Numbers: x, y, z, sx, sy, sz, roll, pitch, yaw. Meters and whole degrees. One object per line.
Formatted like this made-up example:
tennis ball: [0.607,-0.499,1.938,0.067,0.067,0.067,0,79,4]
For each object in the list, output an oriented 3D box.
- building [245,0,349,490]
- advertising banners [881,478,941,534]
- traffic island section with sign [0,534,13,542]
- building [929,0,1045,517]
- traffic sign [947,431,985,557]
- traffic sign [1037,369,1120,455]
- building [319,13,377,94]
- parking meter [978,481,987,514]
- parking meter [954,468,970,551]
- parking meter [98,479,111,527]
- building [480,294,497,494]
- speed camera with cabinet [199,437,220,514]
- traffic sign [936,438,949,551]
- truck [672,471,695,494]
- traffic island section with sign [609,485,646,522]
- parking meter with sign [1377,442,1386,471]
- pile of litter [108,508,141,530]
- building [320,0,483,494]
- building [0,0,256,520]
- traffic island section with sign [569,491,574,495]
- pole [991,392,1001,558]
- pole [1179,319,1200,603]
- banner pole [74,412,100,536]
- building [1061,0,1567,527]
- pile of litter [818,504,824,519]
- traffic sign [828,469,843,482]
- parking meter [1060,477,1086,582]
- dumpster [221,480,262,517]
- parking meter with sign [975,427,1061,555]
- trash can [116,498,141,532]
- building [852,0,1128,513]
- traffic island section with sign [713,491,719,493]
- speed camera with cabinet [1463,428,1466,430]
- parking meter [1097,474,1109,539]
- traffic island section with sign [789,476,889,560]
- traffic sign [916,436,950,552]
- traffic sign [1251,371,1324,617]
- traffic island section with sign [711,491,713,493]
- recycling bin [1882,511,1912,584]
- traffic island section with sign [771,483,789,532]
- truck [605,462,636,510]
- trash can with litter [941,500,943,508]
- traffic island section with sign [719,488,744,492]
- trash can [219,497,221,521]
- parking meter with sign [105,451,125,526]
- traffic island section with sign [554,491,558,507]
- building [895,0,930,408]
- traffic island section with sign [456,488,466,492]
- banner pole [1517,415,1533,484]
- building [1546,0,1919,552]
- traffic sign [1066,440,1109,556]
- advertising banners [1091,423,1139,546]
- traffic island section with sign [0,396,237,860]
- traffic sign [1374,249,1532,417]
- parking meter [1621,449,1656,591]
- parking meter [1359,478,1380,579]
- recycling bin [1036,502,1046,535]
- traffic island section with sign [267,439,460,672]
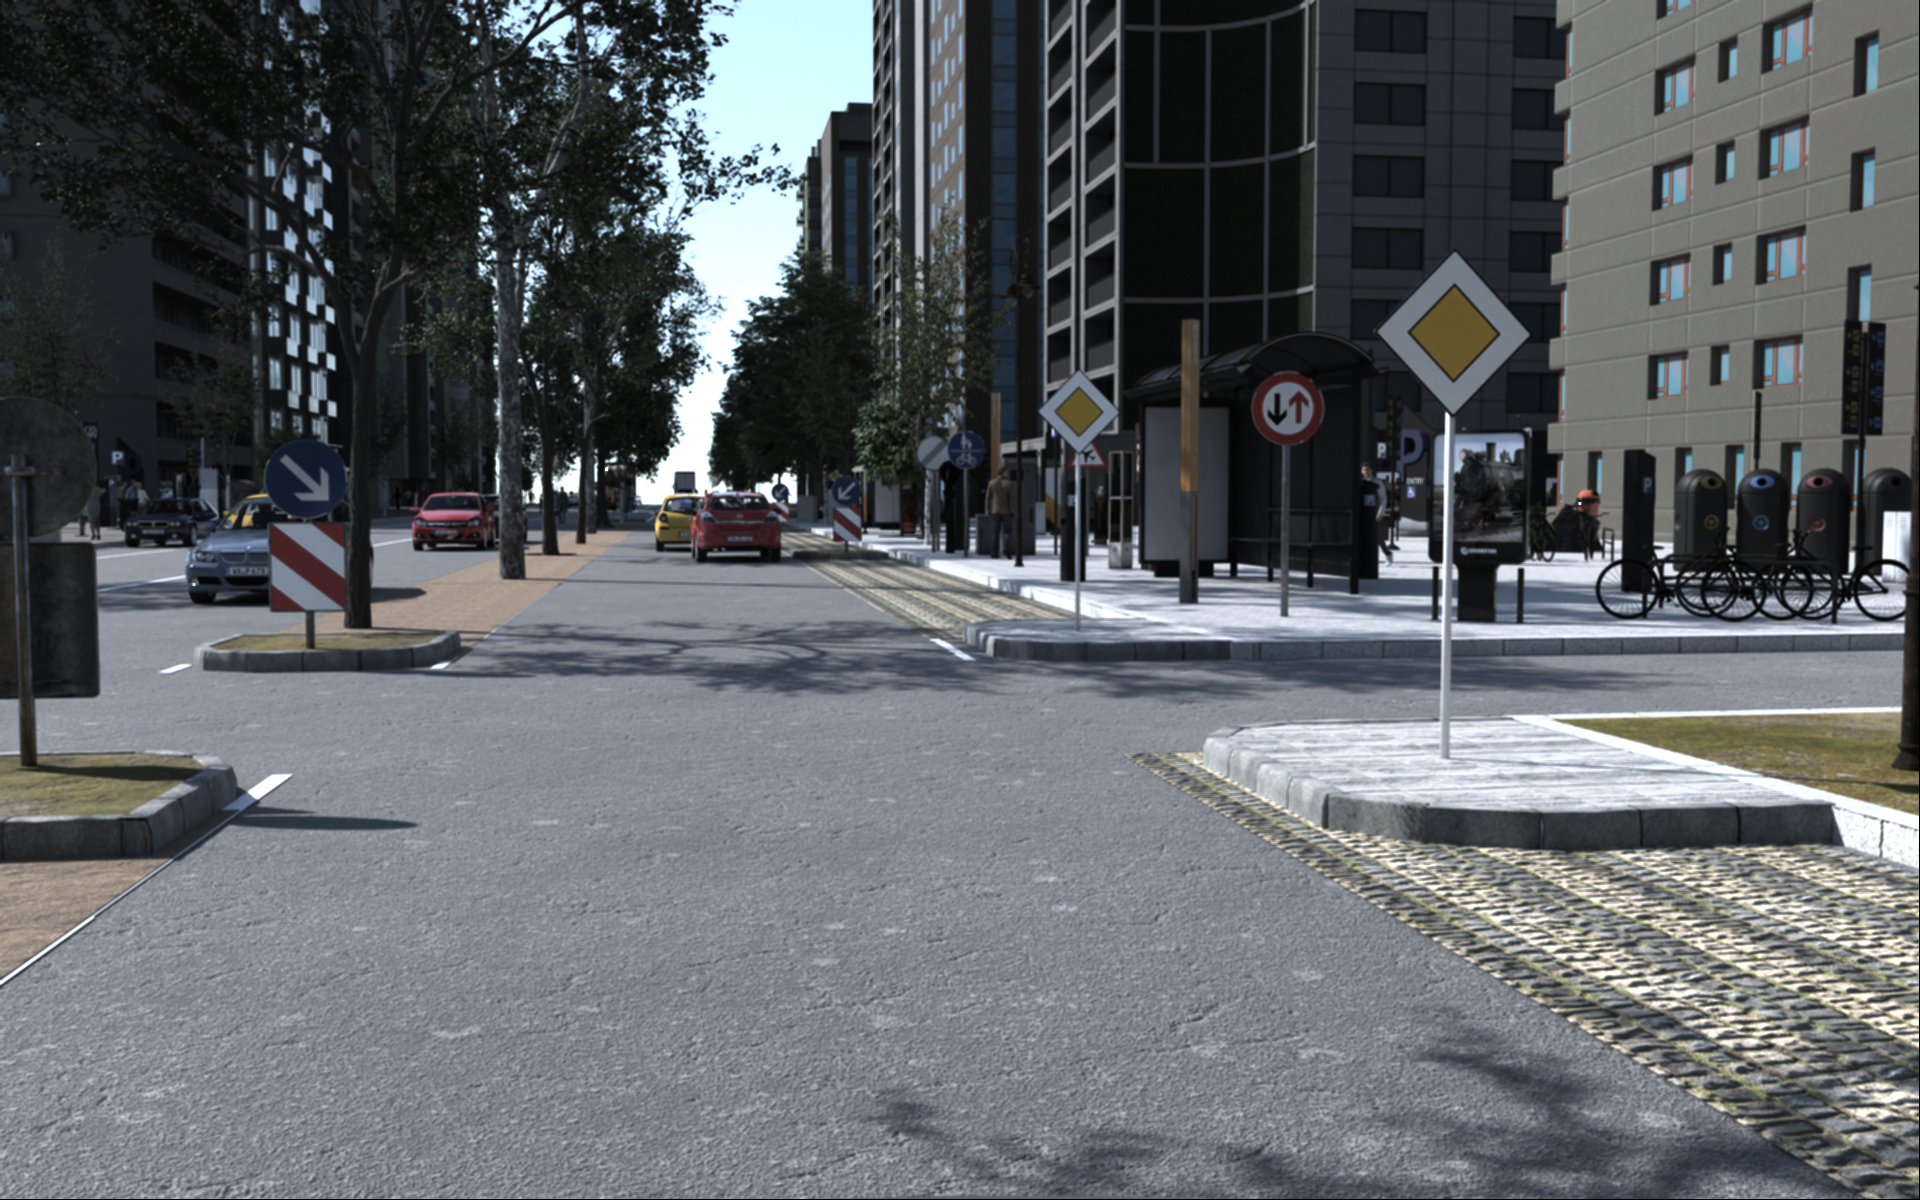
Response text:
building: [-56.668,-30.586,119.697,23.786,49.044,30.456,-1,4,-9]
advertising banners: [-1.643,-3.630,55.531,2.074,3.025,0.090,1,4,13]
traffic island section with sign: [-20.262,-1.679,36.082,1.989,1.847,2.006,-1,4,-9]
building: [5.998,-27.695,102.929,14.600,45.320,14.200,-1,4,-9]
traffic sign: [0.122,-2.134,34.998,0.768,2.556,0.104,0,4,-4]
traffic sign: [1.128,-0.857,16.201,0.795,2.593,0.064,-1,4,-9]
building: [-55.853,-28.072,142.567,14.154,41.232,14.086,-1,4,-9]
parking meter: [1.030,-4.503,79.340,0.399,1.863,0.255,-1,4,-12]
parking meter: [0.043,-2.067,39.510,0.255,1.863,0.399,2,4,23]
parking meter: [-33.152,-3.752,67.063,0.399,1.863,0.255,-1,4,-17]
building: [-68.578,-27.773,225.792,14.160,30.474,14.107,-1,4,-9]
speed camera with cabinet: [-25.940,-4.006,59.838,0.660,3.252,2.038,-1,4,-22]
traffic sign: [-0.495,-2.376,38.955,0.768,2.556,0.104,0,4,-8]
truck: [-34.893,-14.079,219.110,2.839,4.237,11.283,-1,4,-11]
traffic island section with sign: [-17.209,-4.953,89.122,2.006,1.907,1.989,-1,4,-9]
parking meter with sign: [13.661,-3.839,59.023,0.543,3.016,1.738,-3,4,-37]
pile of litter: [-29.909,-2.984,62.750,1.719,0.858,1.176,-1,4,-14]
building: [-68.938,-40.447,203.299,21.231,58.520,28.212,-1,4,-9]
building: [-52.550,-28.768,94.060,21.300,48.544,21.600,-1,4,-9]
traffic island section with sign: [-49.381,-12.954,220.425,1.989,1.847,2.006,-1,4,-9]
pole: [0.720,-2.508,34.843,0.158,3.312,0.155,0,3,0]
pole: [2.696,-1.620,20.325,0.158,3.312,0.155,0,3,0]
banner pole: [-26.625,-3.841,52.819,0.401,3.779,0.863,2,4,35]
building: [13.603,-38.901,74.290,20.563,71.187,20.611,-1,4,-9]
pile of litter: [-7.590,-4.531,88.040,1.176,0.858,1.719,3,4,36]
traffic sign: [-6.488,-5.580,90.974,0.795,2.593,0.064,0,4,-7]
parking meter: [1.663,-1.042,25.455,0.372,1.533,0.369,0,3,0]
dumpster: [-30.080,-4.081,72.484,1.264,1.857,1.865,-1,4,-9]
parking meter with sign: [1.211,-2.454,36.386,1.738,3.016,0.543,-1,4,-10]
trash can: [-28.497,-2.919,59.387,0.748,1.137,0.748,0,3,0]
building: [1.560,-43.444,148.565,20.563,71.187,20.611,-1,4,-9]
traffic island section with sign: [-19.002,-8.139,141.697,1.989,1.847,2.006,-1,4,-9]
speed camera with cabinet: [15.375,-3.469,51.047,0.660,3.252,2.038,-1,4,-15]
parking meter: [4.112,-2.678,49.498,0.255,1.863,0.399,-3,4,-37]
traffic island section with sign: [-2.686,-1.823,38.436,1.989,1.847,2.006,-1,4,-9]
traffic sign: [-0.578,-2.318,38.013,0.768,2.556,0.104,0,4,-1]
traffic sign: [3.396,-1.098,18.060,0.768,2.556,0.104,0,4,-5]
traffic island section with sign: [-27.501,-11.431,195.527,1.989,1.847,2.006,-1,4,-9]
recycling bin: [13.814,-0.756,24.923,0.722,1.027,0.722,0,4,-3]
traffic island section with sign: [-6.898,-3.455,65.113,1.989,1.847,2.006,-1,4,-9]
truck: [-30.316,-10.145,154.789,2.839,4.237,11.283,-1,4,-9]
trash can with litter: [-1.054,-4.495,84.877,0.624,1.170,1.055,3,4,36]
traffic island section with sign: [-14.796,-6.510,115.071,1.989,1.847,2.006,-1,4,-9]
trash can: [-33.465,-4.036,77.646,0.748,1.137,0.748,0,3,0]
parking meter with sign: [-33.863,-4.461,69.206,0.543,3.016,1.738,-1,4,-11]
traffic island section with sign: [-45.124,-11.303,193.438,1.989,1.847,2.006,-1,4,-9]
building: [5.886,-35.593,123.937,21.231,58.520,28.212,-1,4,-9]
traffic island section with sign: [-32.219,-6.311,111.815,1.989,1.847,2.006,-1,4,-9]
banner pole: [17.745,-3.948,54.574,0.401,3.779,0.863,-1,4,-21]
building: [34.038,-11.926,40.026,28.899,21.520,27.650,-1,4,-9]
traffic sign: [2.625,-2.182,35.675,0.884,2.594,0.081,0,4,-4]
advertising banners: [3.986,-2.863,43.002,0.090,3.025,2.074,-3,4,-38]
traffic island section with sign: [-4.325,0.034,7.584,2.006,1.907,1.989,-1,4,-9]
traffic sign: [2.374,-0.374,8.313,0.795,2.593,0.064,-1,4,-9]
parking meter: [8.968,-1.050,22.886,0.399,1.863,0.255,-3,4,-36]
parking meter: [6.166,-1.092,26.267,0.372,1.533,0.369,0,3,0]
recycling bin: [2.311,-2.551,54.270,0.722,1.027,0.722,0,4,0]
traffic island section with sign: [-5.472,-0.414,14.902,2.006,1.907,1.989,-1,4,-9]
